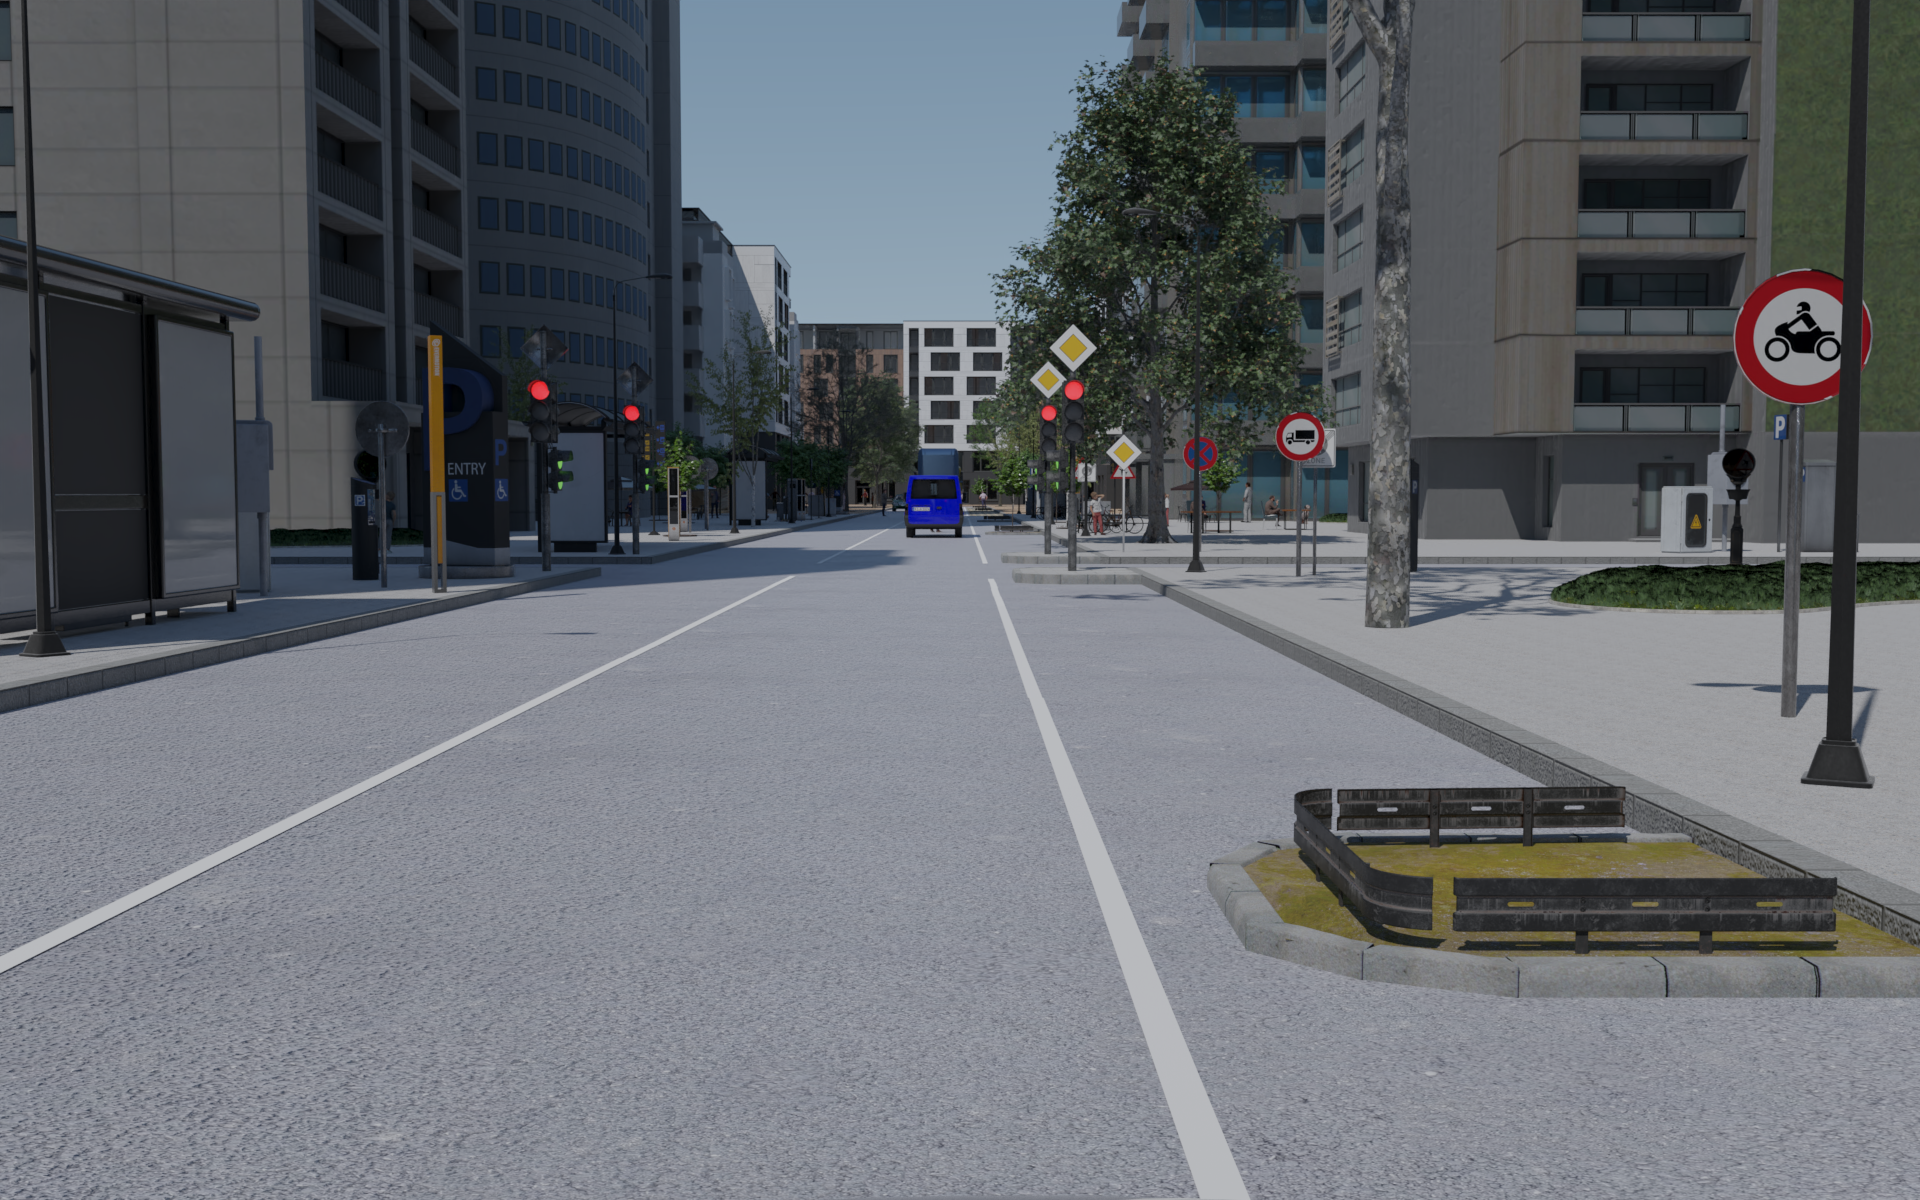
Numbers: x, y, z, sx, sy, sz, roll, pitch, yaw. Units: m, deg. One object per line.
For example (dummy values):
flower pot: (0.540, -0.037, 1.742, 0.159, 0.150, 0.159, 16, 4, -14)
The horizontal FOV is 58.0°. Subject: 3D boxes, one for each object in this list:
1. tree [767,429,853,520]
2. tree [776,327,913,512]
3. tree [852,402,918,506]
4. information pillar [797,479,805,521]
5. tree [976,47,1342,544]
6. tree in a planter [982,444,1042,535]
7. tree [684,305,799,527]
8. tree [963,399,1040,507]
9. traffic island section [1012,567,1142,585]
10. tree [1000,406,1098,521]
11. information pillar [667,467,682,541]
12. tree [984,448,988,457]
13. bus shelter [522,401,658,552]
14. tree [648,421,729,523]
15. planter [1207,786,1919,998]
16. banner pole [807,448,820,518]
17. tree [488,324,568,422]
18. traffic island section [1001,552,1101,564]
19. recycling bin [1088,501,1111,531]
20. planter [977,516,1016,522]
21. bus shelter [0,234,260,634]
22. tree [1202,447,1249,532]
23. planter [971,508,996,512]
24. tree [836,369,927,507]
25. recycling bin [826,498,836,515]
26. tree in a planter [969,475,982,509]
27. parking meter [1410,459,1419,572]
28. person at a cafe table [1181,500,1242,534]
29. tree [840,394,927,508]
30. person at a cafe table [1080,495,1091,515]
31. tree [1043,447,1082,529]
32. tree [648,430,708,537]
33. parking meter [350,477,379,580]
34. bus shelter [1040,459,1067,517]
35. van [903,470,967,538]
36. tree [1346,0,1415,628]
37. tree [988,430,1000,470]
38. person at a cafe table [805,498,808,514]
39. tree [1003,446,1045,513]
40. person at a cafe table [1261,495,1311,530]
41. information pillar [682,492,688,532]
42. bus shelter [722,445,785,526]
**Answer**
tree: (-8.148, -6.340, 87.379, 4.285, 4.588, 4.351, 0, 3, 0)
tree: (-8.334, -13.203, 126.241, 12.009, 13.543, 11.850, 0, 3, 0)
tree: (-7.768, -16.567, 188.995, 7.486, 12.596, 7.792, 0, 3, 0)
information pillar: (-7.685, -4.846, 83.720, 0.304, 2.012, 0.304, 2, 4, 27)
tree: (5.035, -7.821, 44.887, 9.611, 12.733, 9.660, 0, 3, 0)
tree in a planter: (1.878, -3.931, 61.498, 1.991, 3.239, 1.994, 0, 3, 0)
tree: (-8.231, -7.140, 67.108, 4.737, 8.622, 4.395, 0, 3, 0)
tree: (4.309, -15.376, 177.153, 9.928, 11.665, 9.643, 0, 3, 0)
traffic island section: (1.892, -0.403, 28.868, 2.009, 0.180, 2.903, 0, 3, 0)
tree: (5.041, -8.026, 81.583, 4.737, 8.622, 4.395, 0, 3, 0)
information pillar: (-7.830, -2.621, 47.349, 0.304, 2.012, 0.304, -1, 4, -11)
tree: (4.367, -12.197, 149.778, 4.737, 8.622, 4.395, 0, 3, 0)
bus shelter: (-8.538, -2.850, 40.517, 2.014, 3.302, 5.546, 0, 3, 0)
tree: (-12.493, -5.665, 76.339, 4.285, 4.588, 4.351, 0, 3, 0)
planter: (1.890, 0.932, 5.909, 1.991, 0.319, 1.994, 0, 3, 0)
banner pole: (-7.692, -6.210, 91.548, 0.863, 3.779, 0.401, 1, 4, 11)
tree: (-19.044, -7.583, 74.350, 4.737, 8.622, 4.395, 0, 3, 0)
traffic island section: (1.889, -0.891, 36.853, 2.009, 0.180, 2.903, 0, 3, 0)
recycling bin: (4.820, -2.965, 61.029, 0.722, 1.027, 0.722, -3, 4, -38)
planter: (1.866, -4.163, 89.206, 1.991, 0.319, 1.994, 0, 3, 0)
bus shelter: (-8.698, -2.253, 14.472, 2.179, 5.291, 8.768, 0, 4, 0)
tree: (8.774, -3.949, 59.161, 1.663, 3.219, 1.824, 0, 3, 0)
planter: (1.844, -7.188, 138.667, 1.991, 0.319, 1.994, 0, 3, 0)
tree: (-8.075, -16.453, 175.667, 9.857, 13.997, 8.962, 0, 3, 0)
recycling bin: (-7.940, -5.633, 104.645, 0.722, 1.027, 0.722, -2, 4, -23)
tree in a planter: (1.843, -10.294, 165.522, 1.991, 3.239, 1.994, 0, 3, 0)
parking meter: (7.367, -1.395, 28.519, 0.255, 1.863, 0.399, 3, 4, 37)
person at a cafe table: (8.025, -2.804, 56.704, 1.698, 1.238, 1.726, -1, 4, -23)
tree: (-7.412, -13.466, 154.573, 7.601, 10.594, 8.767, 3, 4, 39)
person at a cafe table: (7.549, -6.168, 111.704, 1.726, 1.238, 1.698, 0, 3, 0)
tree: (4.131, -4.237, 63.881, 1.663, 3.219, 1.824, 0, 3, 0)
tree: (-8.414, -3.519, 52.140, 1.663, 3.219, 1.824, 0, 3, 0)
parking meter: (-8.886, -1.067, 25.852, 0.372, 1.533, 0.369, 0, 3, 0)
bus shelter: (5.197, -6.052, 92.875, 2.014, 3.302, 5.546, 0, 3, 0)
van: (-0.858, -3.312, 58.537, 2.240, 2.365, 5.245, 0, 4, 0)
tree: (2.818, -9.843, 16.820, 12.611, 20.169, 13.585, 0, 3, 0)
tree: (5.034, -11.087, 131.640, 4.737, 8.622, 4.395, 0, 3, 0)
person at a cafe table: (-9.983, -6.269, 111.021, 1.622, 1.524, 1.698, 3, 4, 36)
tree: (4.686, -8.234, 118.344, 4.285, 4.588, 4.351, 0, 3, 0)
person at a cafe table: (11.699, -3.149, 62.349, 1.726, 1.238, 1.698, 0, 4, 8)
information pillar: (-9.405, -3.301, 58.466, 0.304, 2.012, 0.304, -3, 5, -42)
bus shelter: (-8.649, -4.838, 73.026, 2.014, 3.302, 5.546, 0, 3, 0)
